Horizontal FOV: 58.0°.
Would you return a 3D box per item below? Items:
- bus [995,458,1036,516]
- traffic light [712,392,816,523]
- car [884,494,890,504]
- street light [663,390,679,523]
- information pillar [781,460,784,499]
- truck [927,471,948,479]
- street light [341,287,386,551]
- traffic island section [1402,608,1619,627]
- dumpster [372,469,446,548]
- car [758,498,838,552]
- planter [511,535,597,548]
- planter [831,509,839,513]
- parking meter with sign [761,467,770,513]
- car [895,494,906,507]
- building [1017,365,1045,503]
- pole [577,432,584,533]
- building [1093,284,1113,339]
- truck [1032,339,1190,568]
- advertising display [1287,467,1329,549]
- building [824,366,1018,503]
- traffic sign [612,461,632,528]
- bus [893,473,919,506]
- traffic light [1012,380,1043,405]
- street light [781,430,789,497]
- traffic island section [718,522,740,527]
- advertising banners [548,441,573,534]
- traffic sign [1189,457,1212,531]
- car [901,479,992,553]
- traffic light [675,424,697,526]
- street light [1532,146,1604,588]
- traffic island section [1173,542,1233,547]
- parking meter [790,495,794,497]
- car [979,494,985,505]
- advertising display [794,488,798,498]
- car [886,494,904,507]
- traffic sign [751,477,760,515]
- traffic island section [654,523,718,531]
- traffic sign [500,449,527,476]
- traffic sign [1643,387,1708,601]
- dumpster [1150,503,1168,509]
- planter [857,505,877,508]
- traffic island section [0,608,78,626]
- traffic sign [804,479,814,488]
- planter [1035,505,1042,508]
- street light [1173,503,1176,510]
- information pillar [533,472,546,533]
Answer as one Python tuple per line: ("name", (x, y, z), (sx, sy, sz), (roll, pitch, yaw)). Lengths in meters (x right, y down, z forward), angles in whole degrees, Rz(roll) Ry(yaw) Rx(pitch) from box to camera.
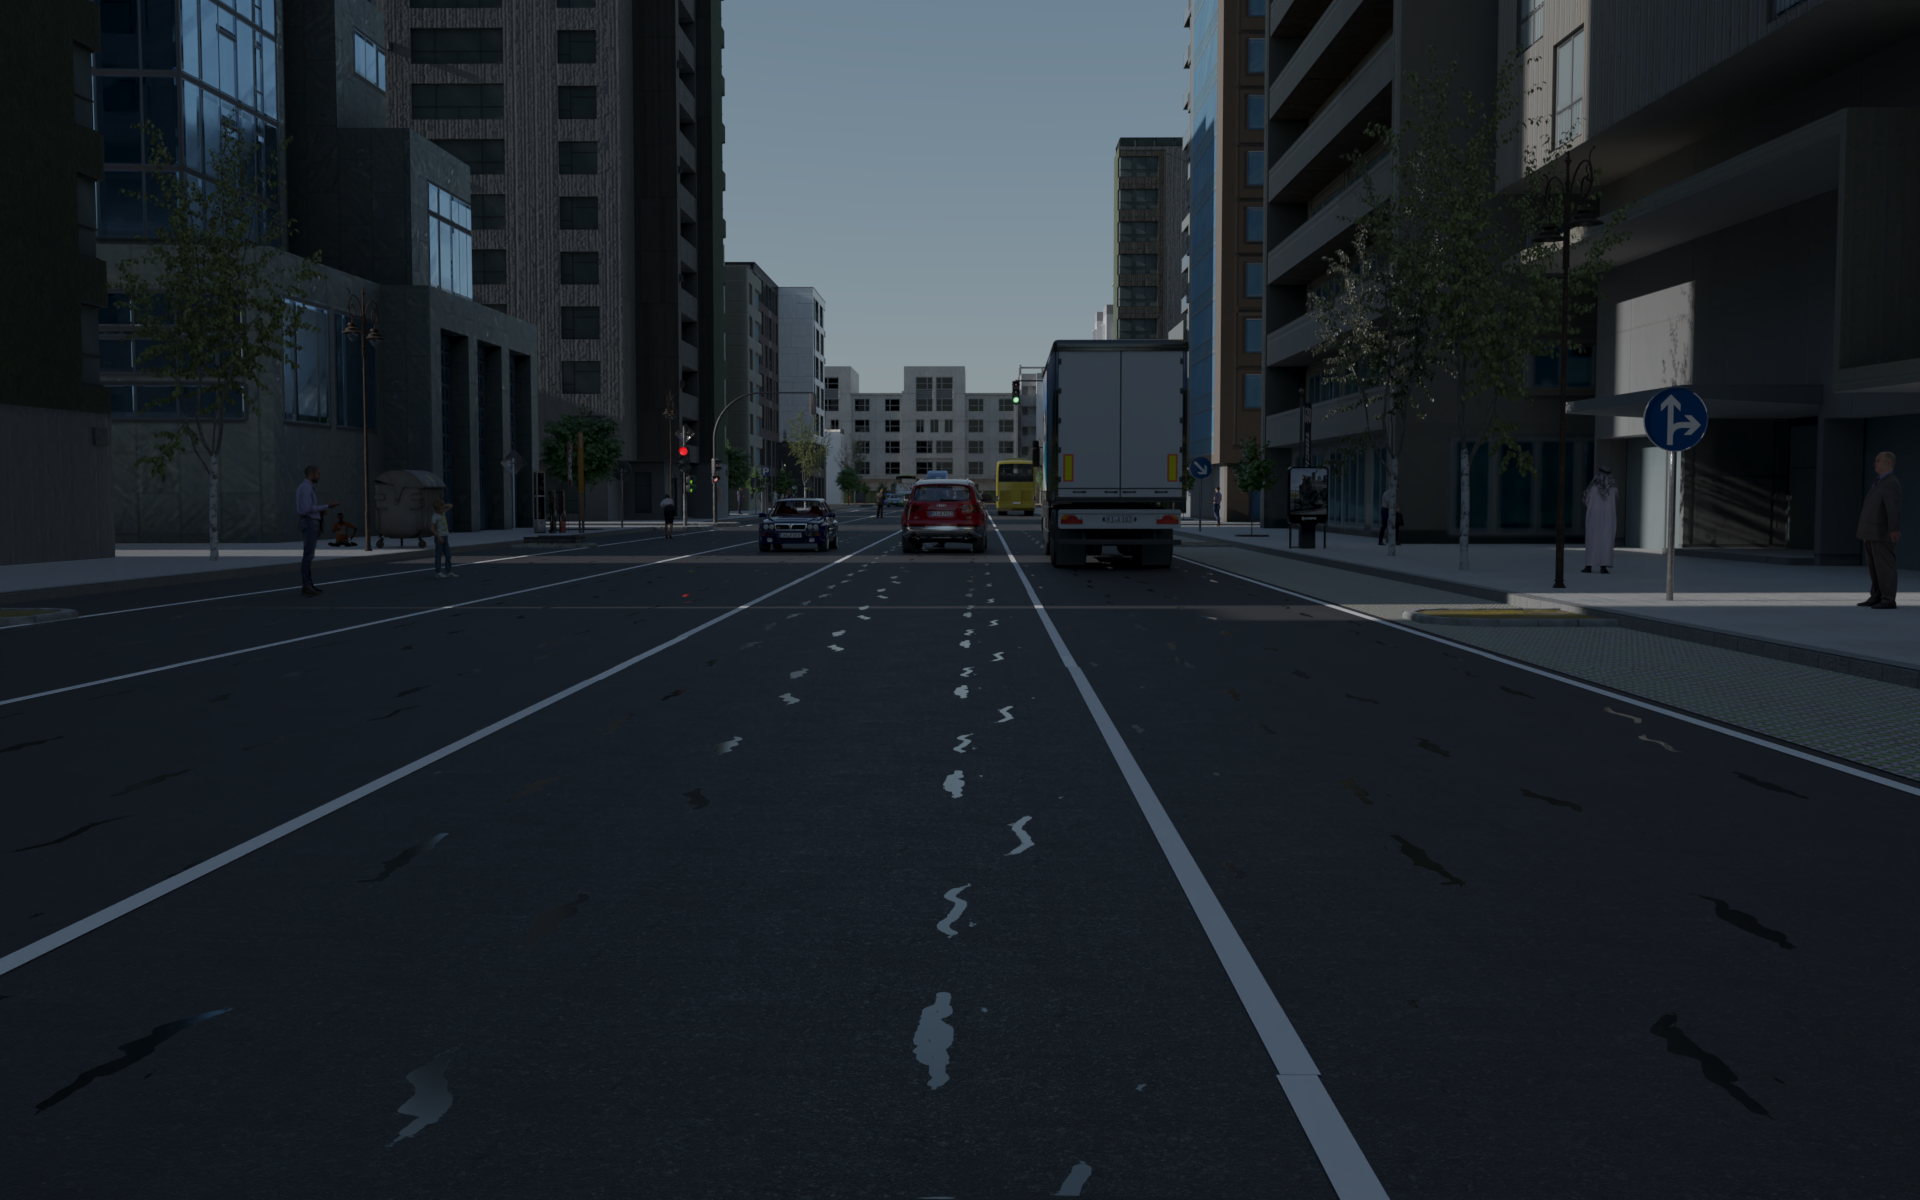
("bus", (3.746, -7.650, 116.629), (2.896, 3.916, 12.252), (0, 4, 2))
("traffic light", (-8.783, -6.264, 77.082), (4.771, 5.953, 1.251), (0, 4, 1))
("car", (-9.351, -13.183, 225.134), (1.945, 1.707, 3.694), (0, 4, 1))
("street light", (-12.900, -6.395, 77.339), (0.468, 5.910, 1.993), (0, 4, 1))
("information pillar", (-12.290, -7.850, 119.694), (0.183, 3.616, 0.504), (1, 4, 9))
("truck", (-2.493, -13.224, 205.963), (2.967, 4.110, 18.799), (0, 4, 1))
("street light", (-13.310, -4.037, 38.795), (0.468, 5.910, 1.993), (0, 4, 1))
("traffic island section", (6.079, 0.204, 19.534), (1.991, 0.108, 1.994), (0, 4, 1))
("dumpster", (-13.229, -2.194, 41.625), (1.264, 1.857, 1.865), (0, 4, 1))
("car", (-4.108, -1.939, 44.290), (1.945, 1.354, 3.894), (0, 4, 1))
("planter", (-10.882, -1.565, 46.727), (1.991, 0.319, 1.994), (0, 4, 1))
("planter", (-10.079, -6.600, 129.054), (1.991, 0.319, 1.994), (0, 4, 1))
("parking meter with sign", (-12.621, -7.081, 112.030), (0.543, 3.016, 1.738), (-1, 4, -10))
("car", (-6.481, -11.650, 199.280), (1.959, 1.807, 4.718), (0, 4, 1))
("building", (13.969, -23.914, 247.405), (11.380, 20.091, 16.016), (0, 4, 1))
("pole", (-12.527, -3.876, 57.220), (0.158, 3.312, 0.155), (0, 3, 0))
("building", (20.285, -18.485, 158.644), (16.016, 20.091, 11.380), (0, 4, 1))
("truck", (3.043, -2.942, 37.017), (2.839, 4.237, 11.283), (0, 4, 1))
("advertising display", (8.168, -2.169, 40.672), (0.974, 1.923, 0.123), (-1, 4, -9))
("building", (-7.665, -23.318, 247.708), (31.486, 18.905, 16.747), (0, 4, 1))
("traffic sign", (-12.911, -4.037, 66.116), (0.768, 2.556, 0.104), (1, 4, 10))
("bus", (-6.338, -13.274, 208.577), (2.896, 3.916, 12.252), (0, 4, 0))
("traffic light", (4.434, -5.758, 68.807), (4.771, 5.953, 1.251), (0, 4, 1))
("street light", (-12.374, -9.163, 122.596), (0.468, 5.910, 1.993), (0, 4, 1))
("traffic island section", (-10.915, -3.359, 77.202), (2.009, 0.180, 2.903), (0, 4, 1))
("advertising banners", (-13.143, -3.727, 57.126), (0.090, 3.025, 2.074), (1, 4, 10))
("traffic sign", (8.237, -3.623, 59.336), (0.768, 2.556, 0.104), (0, 4, 4))
("car", (-0.344, -2.148, 43.792), (2.281, 1.827, 5.304), (0, 4, 2))
("traffic light", (-10.954, -4.903, 69.083), (0.839, 4.253, 0.868), (0, 4, 1))
("street light", (8.183, -3.100, 23.475), (0.468, 5.910, 1.993), (0, 4, 1))
("traffic island section", (6.352, -1.507, 47.512), (1.991, 0.108, 1.994), (0, 4, 1))
("parking meter", (-12.658, -7.456, 130.313), (0.372, 1.533, 0.369), (0, 3, 0))
("car", (0.893, -6.884, 122.140), (1.945, 1.707, 3.694), (0, 4, 2))
("advertising display", (-12.814, -7.861, 133.740), (0.123, 1.923, 0.974), (1, 4, 21))
("car", (-7.075, -10.925, 190.414), (2.131, 1.459, 4.920), (0, 3, 0))
("traffic sign", (-12.538, -6.369, 106.260), (0.606, 2.300, 0.079), (0, 4, 6))
("traffic island section", (-10.994, -2.871, 69.218), (2.009, 0.180, 2.903), (0, 4, 1))
("traffic sign", (-13.055, -3.114, 50.641), (0.795, 2.593, 0.064), (0, 4, 4))
("traffic sign", (8.551, -1.265, 20.786), (0.768, 2.556, 0.104), (0, 4, 1))
("dumpster", (8.748, -4.644, 78.421), (1.502, 2.255, 1.985), (0, 4, 1))
("planter", (-9.589, -9.655, 178.994), (1.991, 0.319, 1.994), (0, 4, 1))
("traffic island section", (-11.169, 0.205, 19.507), (1.991, 0.108, 1.994), (0, 4, 1))
("traffic sign", (-12.293, -8.626, 141.039), (0.884, 2.594, 0.081), (0, 4, 4))
("planter", (7.650, -9.675, 179.330), (1.991, 0.319, 1.994), (0, 4, 1))
("street light", (8.497, -5.857, 68.544), (0.468, 5.910, 1.993), (0, 4, 1))
("information pillar", (-13.740, -3.187, 56.596), (0.304, 2.012, 0.304), (-2, 4, -35))
